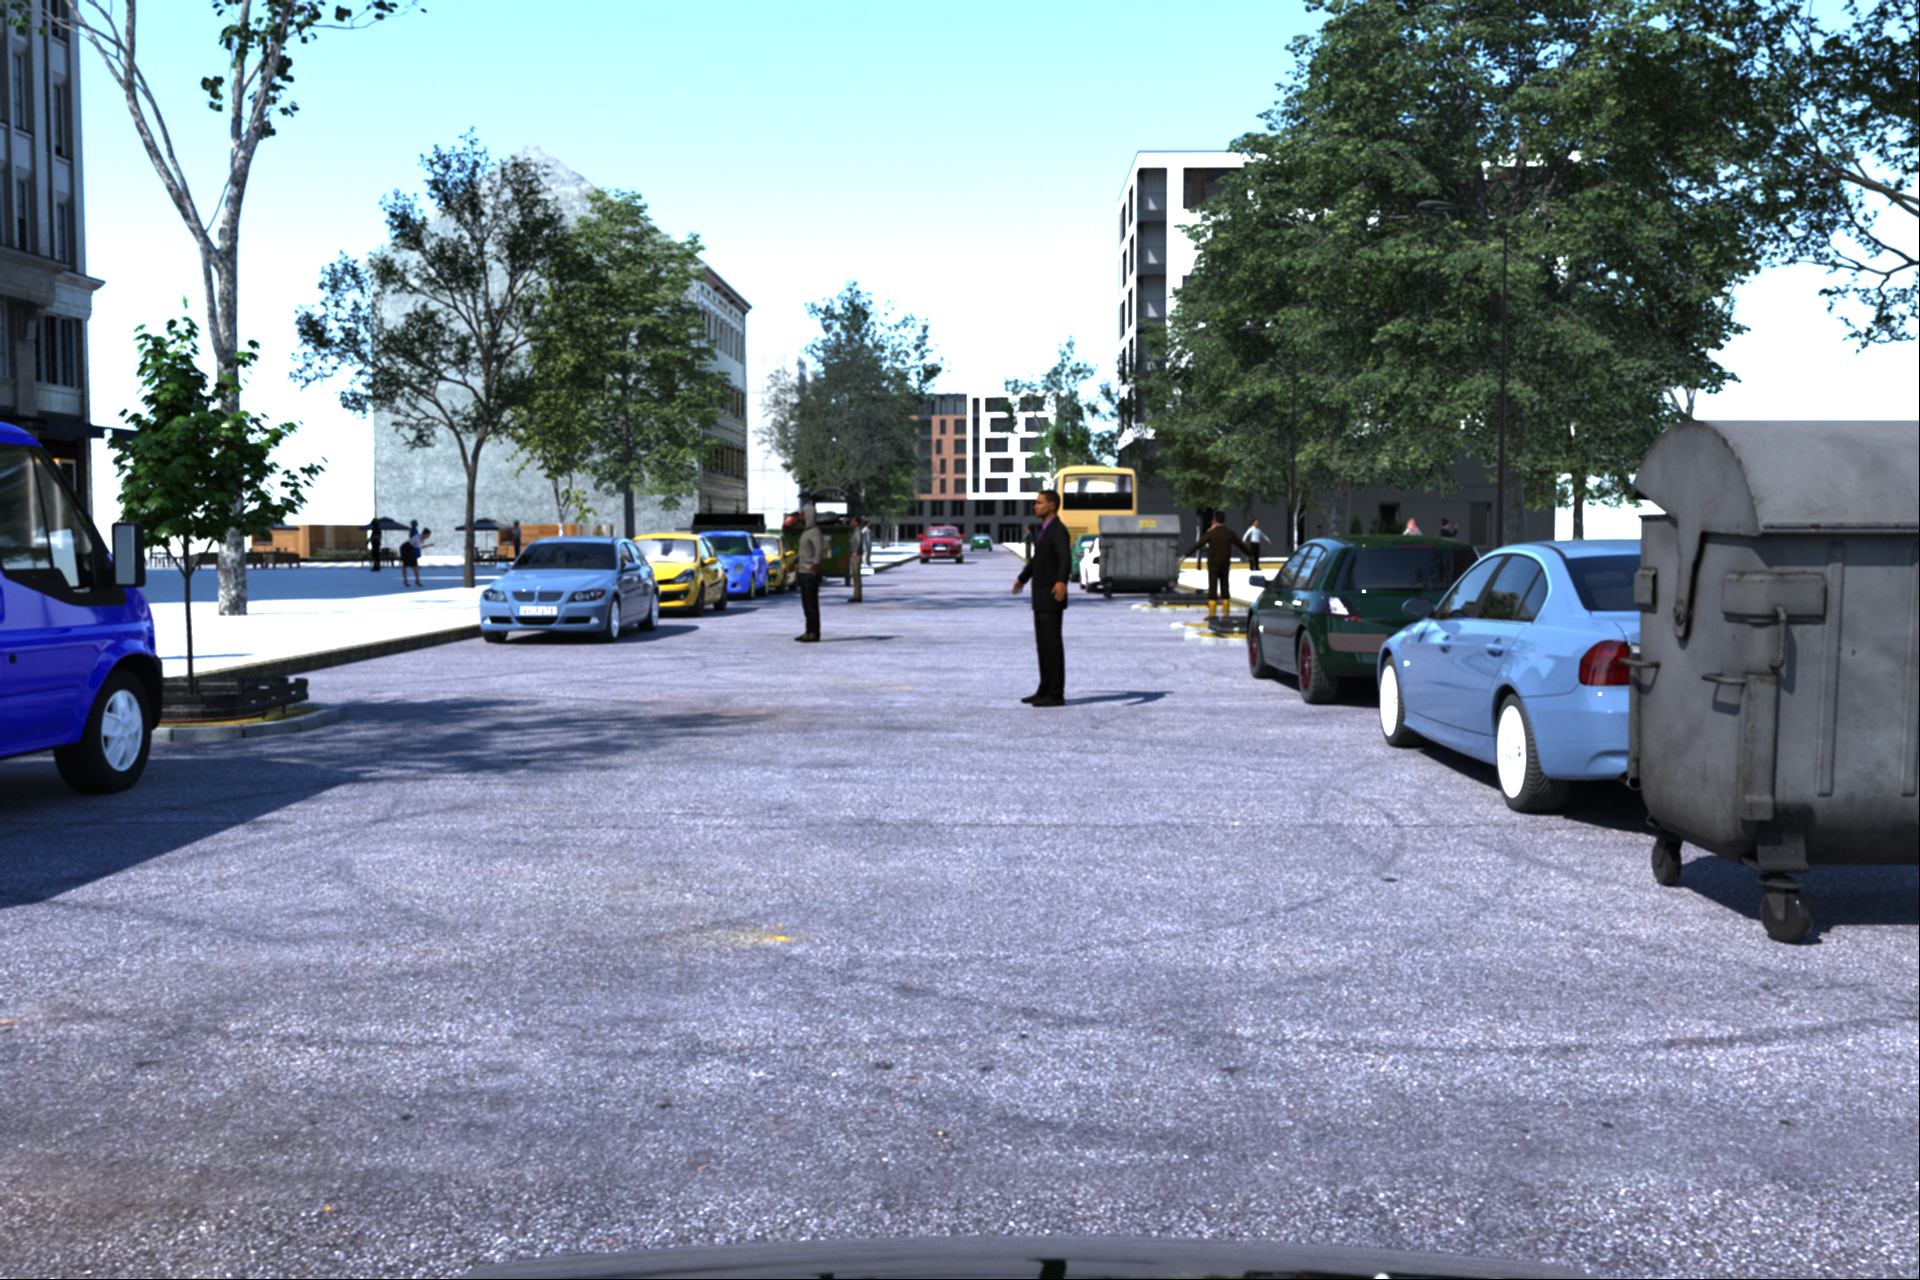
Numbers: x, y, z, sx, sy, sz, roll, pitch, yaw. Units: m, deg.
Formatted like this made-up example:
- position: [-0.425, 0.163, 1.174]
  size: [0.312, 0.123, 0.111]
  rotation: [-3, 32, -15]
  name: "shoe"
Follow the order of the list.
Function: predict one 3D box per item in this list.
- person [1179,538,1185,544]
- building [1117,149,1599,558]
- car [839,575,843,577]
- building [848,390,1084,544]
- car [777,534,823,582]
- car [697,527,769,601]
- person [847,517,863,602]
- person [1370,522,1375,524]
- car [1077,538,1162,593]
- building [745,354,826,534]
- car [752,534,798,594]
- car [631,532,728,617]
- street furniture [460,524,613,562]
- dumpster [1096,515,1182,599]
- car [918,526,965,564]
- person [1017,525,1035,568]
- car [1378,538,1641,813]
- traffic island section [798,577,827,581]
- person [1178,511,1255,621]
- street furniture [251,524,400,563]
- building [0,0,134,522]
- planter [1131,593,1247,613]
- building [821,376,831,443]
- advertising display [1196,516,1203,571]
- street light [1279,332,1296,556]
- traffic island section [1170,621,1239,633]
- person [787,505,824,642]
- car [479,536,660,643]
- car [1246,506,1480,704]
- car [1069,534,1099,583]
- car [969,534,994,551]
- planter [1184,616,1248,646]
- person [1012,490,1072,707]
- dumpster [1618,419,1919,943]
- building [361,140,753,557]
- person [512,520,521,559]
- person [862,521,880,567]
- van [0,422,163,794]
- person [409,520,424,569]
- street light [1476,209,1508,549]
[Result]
- position: [11.400, -5.043, 91.717]
  size: [0.991, 1.433, 0.599]
  rotation: [1, 4, 9]
  name: "person"
- position: [23.669, -16.193, 108.732]
  size: [27.936, 21.610, 32.646]
  rotation: [0, 4, 1]
  name: "building"
- position: [-4.632, -3.057, 58.786]
  size: [1.959, 1.807, 4.718]
  rotation: [0, 4, 1]
  name: "car"
- position: [1.309, -25.283, 259.807]
  size: [32.646, 21.610, 27.936]
  rotation: [1, 4, 10]
  name: "building"
- position: [-4.955, -2.472, 50.198]
  size: [2.009, 1.686, 4.222]
  rotation: [0, 4, 1]
  name: "car"
- position: [-5.268, -1.764, 38.427]
  size: [1.945, 1.707, 3.694]
  rotation: [0, 4, 1]
  name: "car"
- position: [-2.209, -1.698, 36.490]
  size: [0.705, 1.796, 1.348]
  rotation: [-1, 4, -9]
  name: "person"
- position: [17.308, -4.061, 72.340]
  size: [0.705, 1.837, 1.347]
  rotation: [0, 4, 5]
  name: "person"
- position: [4.019, -1.908, 43.563]
  size: [2.083, 1.381, 4.827]
  rotation: [0, 4, 1]
  name: "car"
- position: [-24.051, -19.548, 186.061]
  size: [16.747, 18.905, 31.486]
  rotation: [0, 4, 1]
  name: "building"
- position: [-4.992, -1.975, 42.508]
  size: [2.015, 1.641, 3.980]
  rotation: [0, 4, 1]
  name: "car"
- position: [-5.277, -1.281, 31.164]
  size: [2.015, 1.641, 3.980]
  rotation: [0, 4, 1]
  name: "car"
- position: [-17.919, -4.610, 82.227]
  size: [9.812, 1.723, 11.010]
  rotation: [1, 4, 8]
  name: "street furniture"
- position: [4.011, -1.879, 38.934]
  size: [1.865, 1.857, 1.264]
  rotation: [0, 4, 1]
  name: "dumpster"
- position: [-0.882, -4.679, 85.181]
  size: [2.281, 1.827, 5.304]
  rotation: [0, 4, 1]
  name: "car"
- position: [2.840, -3.912, 72.690]
  size: [0.705, 1.796, 1.348]
  rotation: [2, 4, 32]
  name: "person"
- position: [3.728, 0.111, 10.183]
  size: [2.014, 1.417, 4.499]
  rotation: [0, 4, 1]
  name: "car"
- position: [-5.134, -1.867, 53.389]
  size: [1.991, 0.108, 1.994]
  rotation: [0, 4, 1]
  name: "traffic island section"
- position: [4.254, -1.219, 28.523]
  size: [1.346, 1.812, 0.704]
  rotation: [-1, 4, -12]
  name: "person"
- position: [-29.623, -4.582, 81.768]
  size: [9.812, 1.723, 11.010]
  rotation: [1, 4, 14]
  name: "street furniture"
- position: [-31.544, -18.348, 46.104]
  size: [12.429, 33.558, 17.177]
  rotation: [0, 4, 1]
  name: "building"
- position: [4.227, -0.688, 32.390]
  size: [1.991, 0.319, 1.994]
  rotation: [0, 4, 1]
  name: "planter"
- position: [-21.470, -21.505, 208.018]
  size: [16.016, 20.090, 11.380]
  rotation: [0, 4, 1]
  name: "building"
- position: [8.411, -3.407, 60.912]
  size: [0.123, 1.923, 0.974]
  rotation: [0, 4, 1]
  name: "advertising display"
- position: [8.014, -4.054, 38.823]
  size: [1.470, 5.913, 1.316]
  rotation: [0, 4, 1]
  name: "street light"
- position: [4.156, -0.173, 25.700]
  size: [1.991, 0.108, 1.994]
  rotation: [0, 4, 1]
  name: "traffic island section"
- position: [-2.026, -0.885, 23.048]
  size: [0.705, 1.813, 1.348]
  rotation: [-1, 4, -20]
  name: "person"
- position: [-5.396, -0.759, 24.417]
  size: [2.014, 1.417, 4.499]
  rotation: [0, 4, 1]
  name: "car"
- position: [3.755, -0.379, 15.983]
  size: [2.009, 1.686, 4.222]
  rotation: [0, 3, 0]
  name: "car"
- position: [4.155, -2.491, 52.528]
  size: [2.131, 1.459, 4.920]
  rotation: [0, 3, 0]
  name: "car"
- position: [1.782, -8.189, 145.691]
  size: [2.131, 1.459, 4.920]
  rotation: [0, 4, 0]
  name: "car"
- position: [4.038, -0.124, 23.166]
  size: [1.991, 0.319, 1.994]
  rotation: [0, 4, 1]
  name: "planter"
- position: [0.718, -0.357, 14.511]
  size: [0.704, 1.802, 1.346]
  rotation: [-1, 4, -14]
  name: "person"
- position: [3.593, 0.103, 6.532]
  size: [1.865, 1.857, 1.264]
  rotation: [0, 4, 0]
  name: "dumpster"
- position: [-23.657, -16.840, 106.257]
  size: [19.493, 23.208, 18.063]
  rotation: [0, 4, 1]
  name: "building"
- position: [-17.649, -3.856, 68.895]
  size: [0.705, 1.847, 1.347]
  rotation: [0, 4, -8]
  name: "person"
- position: [-3.629, -3.807, 68.433]
  size: [0.705, 1.806, 1.347]
  rotation: [2, 4, 30]
  name: "person"
- position: [-5.594, -0.213, 7.862]
  size: [2.240, 2.365, 5.245]
  rotation: [0, 4, 0]
  name: "van"
- position: [-20.160, -3.547, 64.126]
  size: [0.704, 1.817, 1.347]
  rotation: [0, 4, 1]
  name: "person"
- position: [8.148, -3.164, 24.273]
  size: [1.470, 5.913, 1.316]
  rotation: [0, 4, 1]
  name: "street light"
